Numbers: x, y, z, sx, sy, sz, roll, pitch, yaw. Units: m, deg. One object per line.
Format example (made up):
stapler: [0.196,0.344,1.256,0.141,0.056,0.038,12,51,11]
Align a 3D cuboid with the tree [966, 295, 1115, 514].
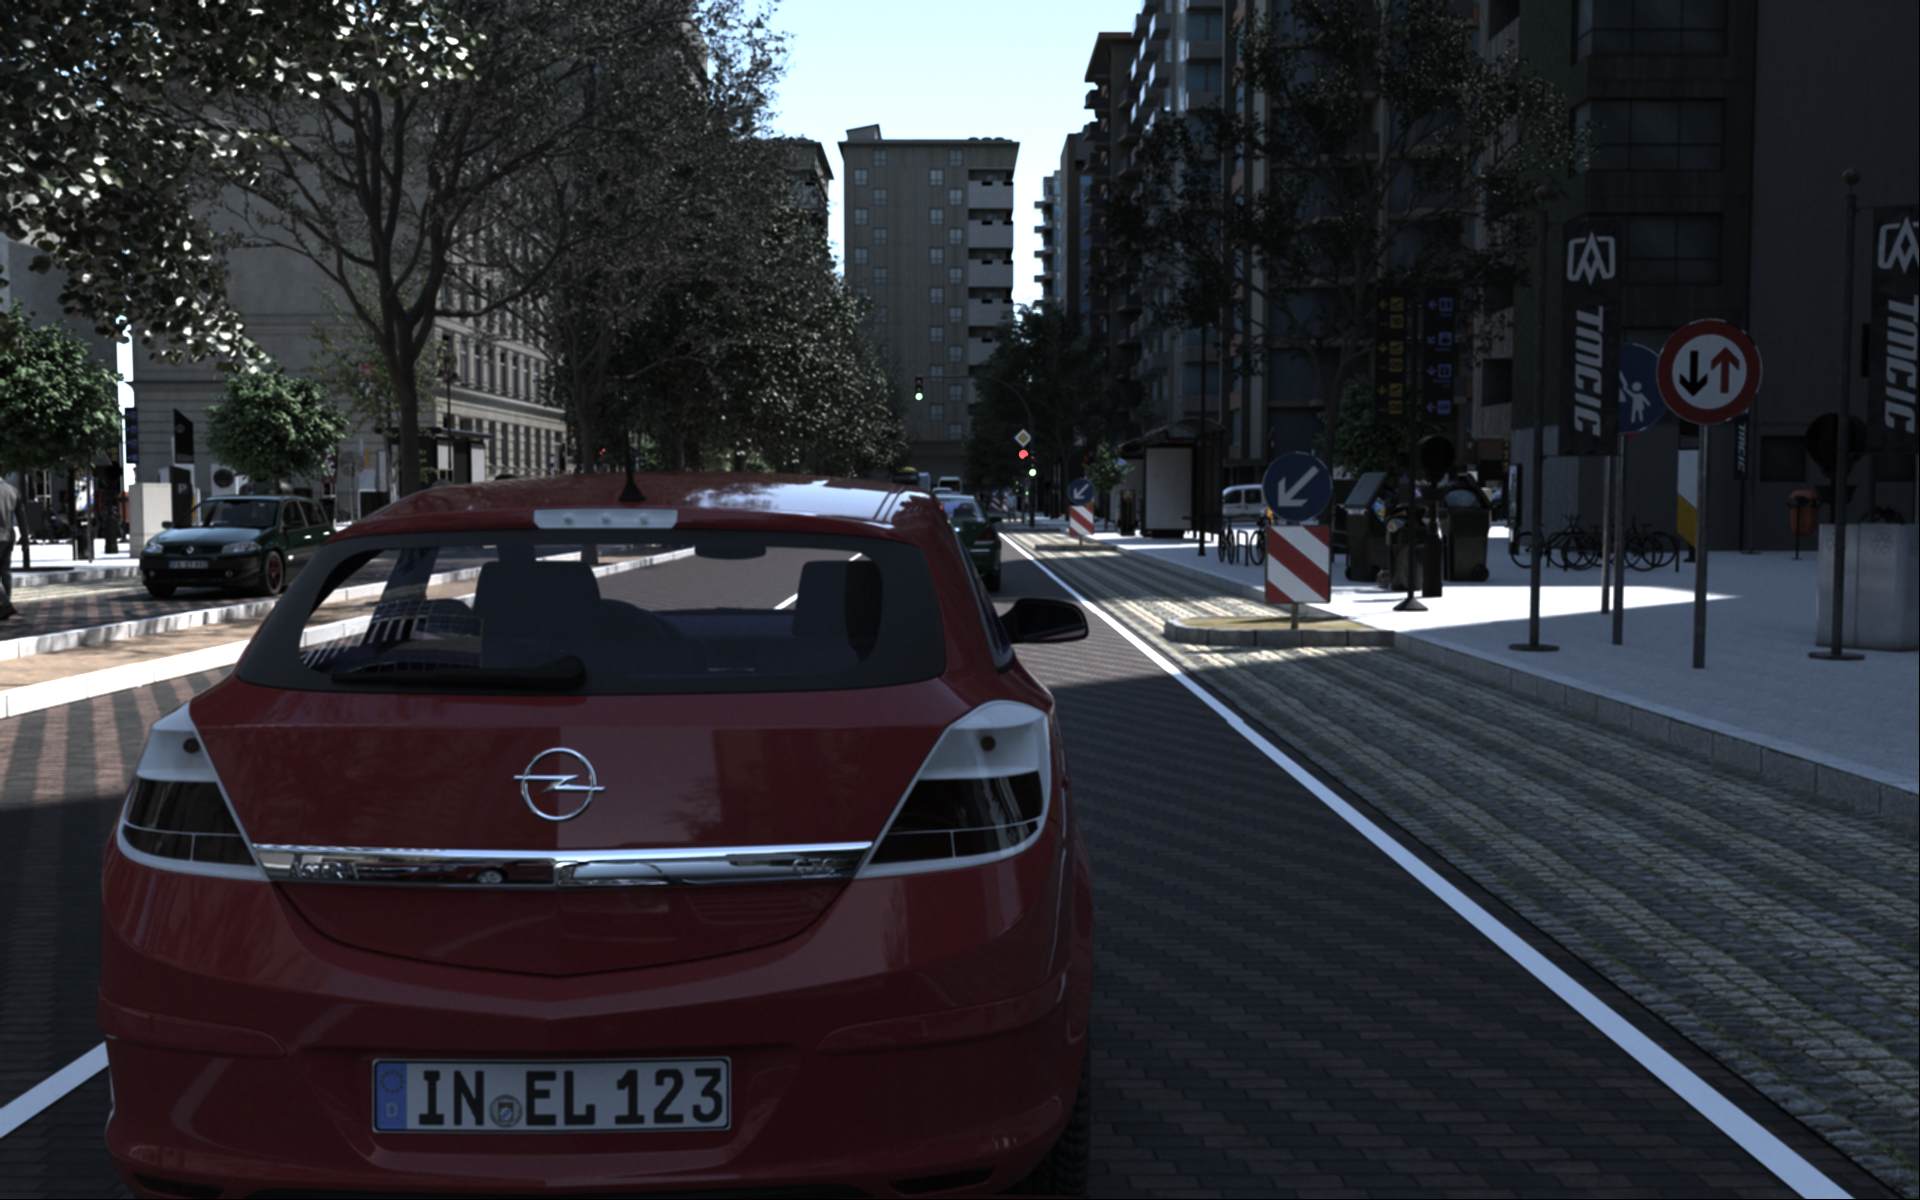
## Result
tree: [5.707,-12.455,110.302,9.857,13.997,8.962,0,3,0]

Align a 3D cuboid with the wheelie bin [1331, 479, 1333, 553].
wheelie bin: [8.263,-1.802,37.366,0.980,1.594,0.693,0,4,-6]

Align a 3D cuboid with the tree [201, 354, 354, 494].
tree: [-16.013,-3.476,40.551,4.285,4.588,4.351,0,3,0]

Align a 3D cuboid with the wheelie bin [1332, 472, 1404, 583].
wheelie bin: [6.072,-1.071,25.426,0.693,1.594,0.980,-1,4,-19]

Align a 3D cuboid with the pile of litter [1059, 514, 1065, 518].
pile of litter: [6.022,-4.897,94.033,1.176,0.858,1.719,-2,4,-26]

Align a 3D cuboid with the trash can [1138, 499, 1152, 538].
trash can: [5.639,-2.422,51.246,0.748,1.137,0.748,0,3,0]

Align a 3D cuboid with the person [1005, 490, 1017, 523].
person: [2.390,-4.345,81.348,0.589,1.601,0.330,1,4,14]

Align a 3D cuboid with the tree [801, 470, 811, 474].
tree: [-16.469,-12.955,195.521,4.285,4.588,4.351,0,3,0]

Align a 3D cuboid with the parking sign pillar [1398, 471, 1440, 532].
parking sign pillar: [15.575,-4.304,58.846,1.447,3.967,1.447,2,4,27]

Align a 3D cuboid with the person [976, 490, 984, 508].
person: [2.193,-10.007,172.129,1.348,1.822,0.705,-1,4,-8]

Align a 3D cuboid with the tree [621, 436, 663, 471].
tree: [-16.793,-6.729,93.740,4.285,4.588,4.351,0,3,0]

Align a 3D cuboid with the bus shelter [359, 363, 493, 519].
bus shelter: [-17.243,-4.768,55.596,2.179,5.291,8.768,0,3,0]

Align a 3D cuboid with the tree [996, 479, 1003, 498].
tree: [4.187,-14.998,195.583,4.737,8.622,4.395,0,3,0]

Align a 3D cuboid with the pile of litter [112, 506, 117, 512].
pile of litter: [-32.394,-3.180,65.951,1.176,0.858,1.719,3,5,44]

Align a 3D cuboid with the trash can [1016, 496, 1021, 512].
trash can: [4.461,-7.041,126.768,0.748,1.137,0.748,0,3,0]

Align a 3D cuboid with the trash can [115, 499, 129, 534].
trash can: [-26.520,-2.663,55.195,0.748,1.137,0.748,0,3,0]

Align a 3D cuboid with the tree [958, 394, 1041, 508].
tree: [4.343,-14.980,161.937,9.611,12.733,9.660,0,3,0]

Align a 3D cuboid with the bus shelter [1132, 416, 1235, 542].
bus shelter: [6.127,-3.299,47.858,2.014,3.302,5.546,0,3,0]

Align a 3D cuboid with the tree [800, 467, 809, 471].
tree: [-16.289,-13.463,170.477,4.737,8.622,4.395,0,3,0]

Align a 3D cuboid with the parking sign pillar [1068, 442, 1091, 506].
parking sign pillar: [6.043,-6.050,87.397,1.447,3.967,1.447,-1,4,-10]

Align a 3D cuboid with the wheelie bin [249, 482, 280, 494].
wheelie bin: [-18.144,-2.287,45.292,0.980,1.594,0.693,-1,4,-22]

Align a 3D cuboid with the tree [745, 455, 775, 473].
tree: [-16.709,-9.633,141.205,4.285,4.588,4.351,0,3,0]

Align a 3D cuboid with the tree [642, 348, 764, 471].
tree: [-17.296,-11.885,112.449,7.486,12.596,7.792,0,3,0]

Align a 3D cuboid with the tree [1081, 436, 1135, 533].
tree: [4.727,-3.850,57.552,1.663,3.219,1.824,0,3,0]

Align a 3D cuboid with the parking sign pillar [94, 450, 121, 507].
parking sign pillar: [-42.754,-6.008,86.707,1.447,3.967,1.447,2,4,28]

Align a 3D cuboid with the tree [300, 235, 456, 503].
tree: [-15.914,-5.979,48.114,4.737,8.622,4.395,0,3,0]

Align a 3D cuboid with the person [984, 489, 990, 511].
person: [2.095,-7.629,133.409,0.419,1.800,0.721,2,4,28]

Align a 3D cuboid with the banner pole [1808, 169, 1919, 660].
banner pole: [7.051,-1.425,13.312,0.863,3.779,0.401,2,4,32]

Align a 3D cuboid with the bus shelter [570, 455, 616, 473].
bus shelter: [-16.445,-5.277,80.198,2.014,3.302,5.546,0,4,0]

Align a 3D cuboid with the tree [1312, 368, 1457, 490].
tree: [10.407,-3.598,42.537,4.285,4.588,4.351,0,3,0]

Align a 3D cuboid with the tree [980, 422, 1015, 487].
tree: [4.894,-16.242,183.677,7.486,12.596,7.792,0,3,0]

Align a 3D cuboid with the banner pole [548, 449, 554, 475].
banner pole: [-22.582,-6.462,95.666,0.401,3.779,0.863,1,4,14]

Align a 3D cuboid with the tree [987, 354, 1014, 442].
tree: [5.214,-9.034,82.114,8.767,10.594,7.601,1,4,11]

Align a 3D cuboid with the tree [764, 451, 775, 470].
tree: [-16.546,-14.158,149.618,7.486,12.596,7.792,0,3,0]

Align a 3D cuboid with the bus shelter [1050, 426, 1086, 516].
bus shelter: [6.388,-7.494,100.160,2.179,5.291,8.768,0,4,0]

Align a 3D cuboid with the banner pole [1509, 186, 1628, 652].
banner pole: [4.934,-1.471,14.060,0.863,3.779,0.401,2,4,31]

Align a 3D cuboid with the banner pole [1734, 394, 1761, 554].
banner pole: [16.893,-2.887,37.216,0.401,3.779,0.863,-1,4,-13]

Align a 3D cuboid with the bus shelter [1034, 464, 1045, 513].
bus shelter: [6.194,-8.991,124.631,2.179,5.291,8.768,0,4,0]

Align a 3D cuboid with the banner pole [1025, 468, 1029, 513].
banner pole: [4.554,-7.766,116.997,0.401,3.779,0.863,-2,4,-23]

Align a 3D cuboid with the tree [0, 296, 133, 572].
tree: [-15.760,-2.772,29.041,4.285,4.588,4.351,0,3,0]

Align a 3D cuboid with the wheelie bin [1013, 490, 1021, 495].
wheelie bin: [4.734,-8.523,147.265,0.980,1.594,0.693,1,4,15]

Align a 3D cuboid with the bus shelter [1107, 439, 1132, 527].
bus shelter: [6.528,-4.314,64.453,2.014,3.302,5.546,0,4,0]

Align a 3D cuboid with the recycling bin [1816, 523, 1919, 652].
recycling bin: [7.702,-0.120,14.508,0.722,1.027,0.722,-3,4,-36]

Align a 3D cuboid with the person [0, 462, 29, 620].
person: [-11.071,-0.688,19.868,0.853,1.813,0.709,1,4,20]

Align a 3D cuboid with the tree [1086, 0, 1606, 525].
tree: [6.054,-5.775,28.827,8.767,10.594,7.601,1,4,14]

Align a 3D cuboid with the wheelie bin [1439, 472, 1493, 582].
wheelie bin: [7.434,-1.078,25.534,0.693,1.594,0.980,0,4,1]
